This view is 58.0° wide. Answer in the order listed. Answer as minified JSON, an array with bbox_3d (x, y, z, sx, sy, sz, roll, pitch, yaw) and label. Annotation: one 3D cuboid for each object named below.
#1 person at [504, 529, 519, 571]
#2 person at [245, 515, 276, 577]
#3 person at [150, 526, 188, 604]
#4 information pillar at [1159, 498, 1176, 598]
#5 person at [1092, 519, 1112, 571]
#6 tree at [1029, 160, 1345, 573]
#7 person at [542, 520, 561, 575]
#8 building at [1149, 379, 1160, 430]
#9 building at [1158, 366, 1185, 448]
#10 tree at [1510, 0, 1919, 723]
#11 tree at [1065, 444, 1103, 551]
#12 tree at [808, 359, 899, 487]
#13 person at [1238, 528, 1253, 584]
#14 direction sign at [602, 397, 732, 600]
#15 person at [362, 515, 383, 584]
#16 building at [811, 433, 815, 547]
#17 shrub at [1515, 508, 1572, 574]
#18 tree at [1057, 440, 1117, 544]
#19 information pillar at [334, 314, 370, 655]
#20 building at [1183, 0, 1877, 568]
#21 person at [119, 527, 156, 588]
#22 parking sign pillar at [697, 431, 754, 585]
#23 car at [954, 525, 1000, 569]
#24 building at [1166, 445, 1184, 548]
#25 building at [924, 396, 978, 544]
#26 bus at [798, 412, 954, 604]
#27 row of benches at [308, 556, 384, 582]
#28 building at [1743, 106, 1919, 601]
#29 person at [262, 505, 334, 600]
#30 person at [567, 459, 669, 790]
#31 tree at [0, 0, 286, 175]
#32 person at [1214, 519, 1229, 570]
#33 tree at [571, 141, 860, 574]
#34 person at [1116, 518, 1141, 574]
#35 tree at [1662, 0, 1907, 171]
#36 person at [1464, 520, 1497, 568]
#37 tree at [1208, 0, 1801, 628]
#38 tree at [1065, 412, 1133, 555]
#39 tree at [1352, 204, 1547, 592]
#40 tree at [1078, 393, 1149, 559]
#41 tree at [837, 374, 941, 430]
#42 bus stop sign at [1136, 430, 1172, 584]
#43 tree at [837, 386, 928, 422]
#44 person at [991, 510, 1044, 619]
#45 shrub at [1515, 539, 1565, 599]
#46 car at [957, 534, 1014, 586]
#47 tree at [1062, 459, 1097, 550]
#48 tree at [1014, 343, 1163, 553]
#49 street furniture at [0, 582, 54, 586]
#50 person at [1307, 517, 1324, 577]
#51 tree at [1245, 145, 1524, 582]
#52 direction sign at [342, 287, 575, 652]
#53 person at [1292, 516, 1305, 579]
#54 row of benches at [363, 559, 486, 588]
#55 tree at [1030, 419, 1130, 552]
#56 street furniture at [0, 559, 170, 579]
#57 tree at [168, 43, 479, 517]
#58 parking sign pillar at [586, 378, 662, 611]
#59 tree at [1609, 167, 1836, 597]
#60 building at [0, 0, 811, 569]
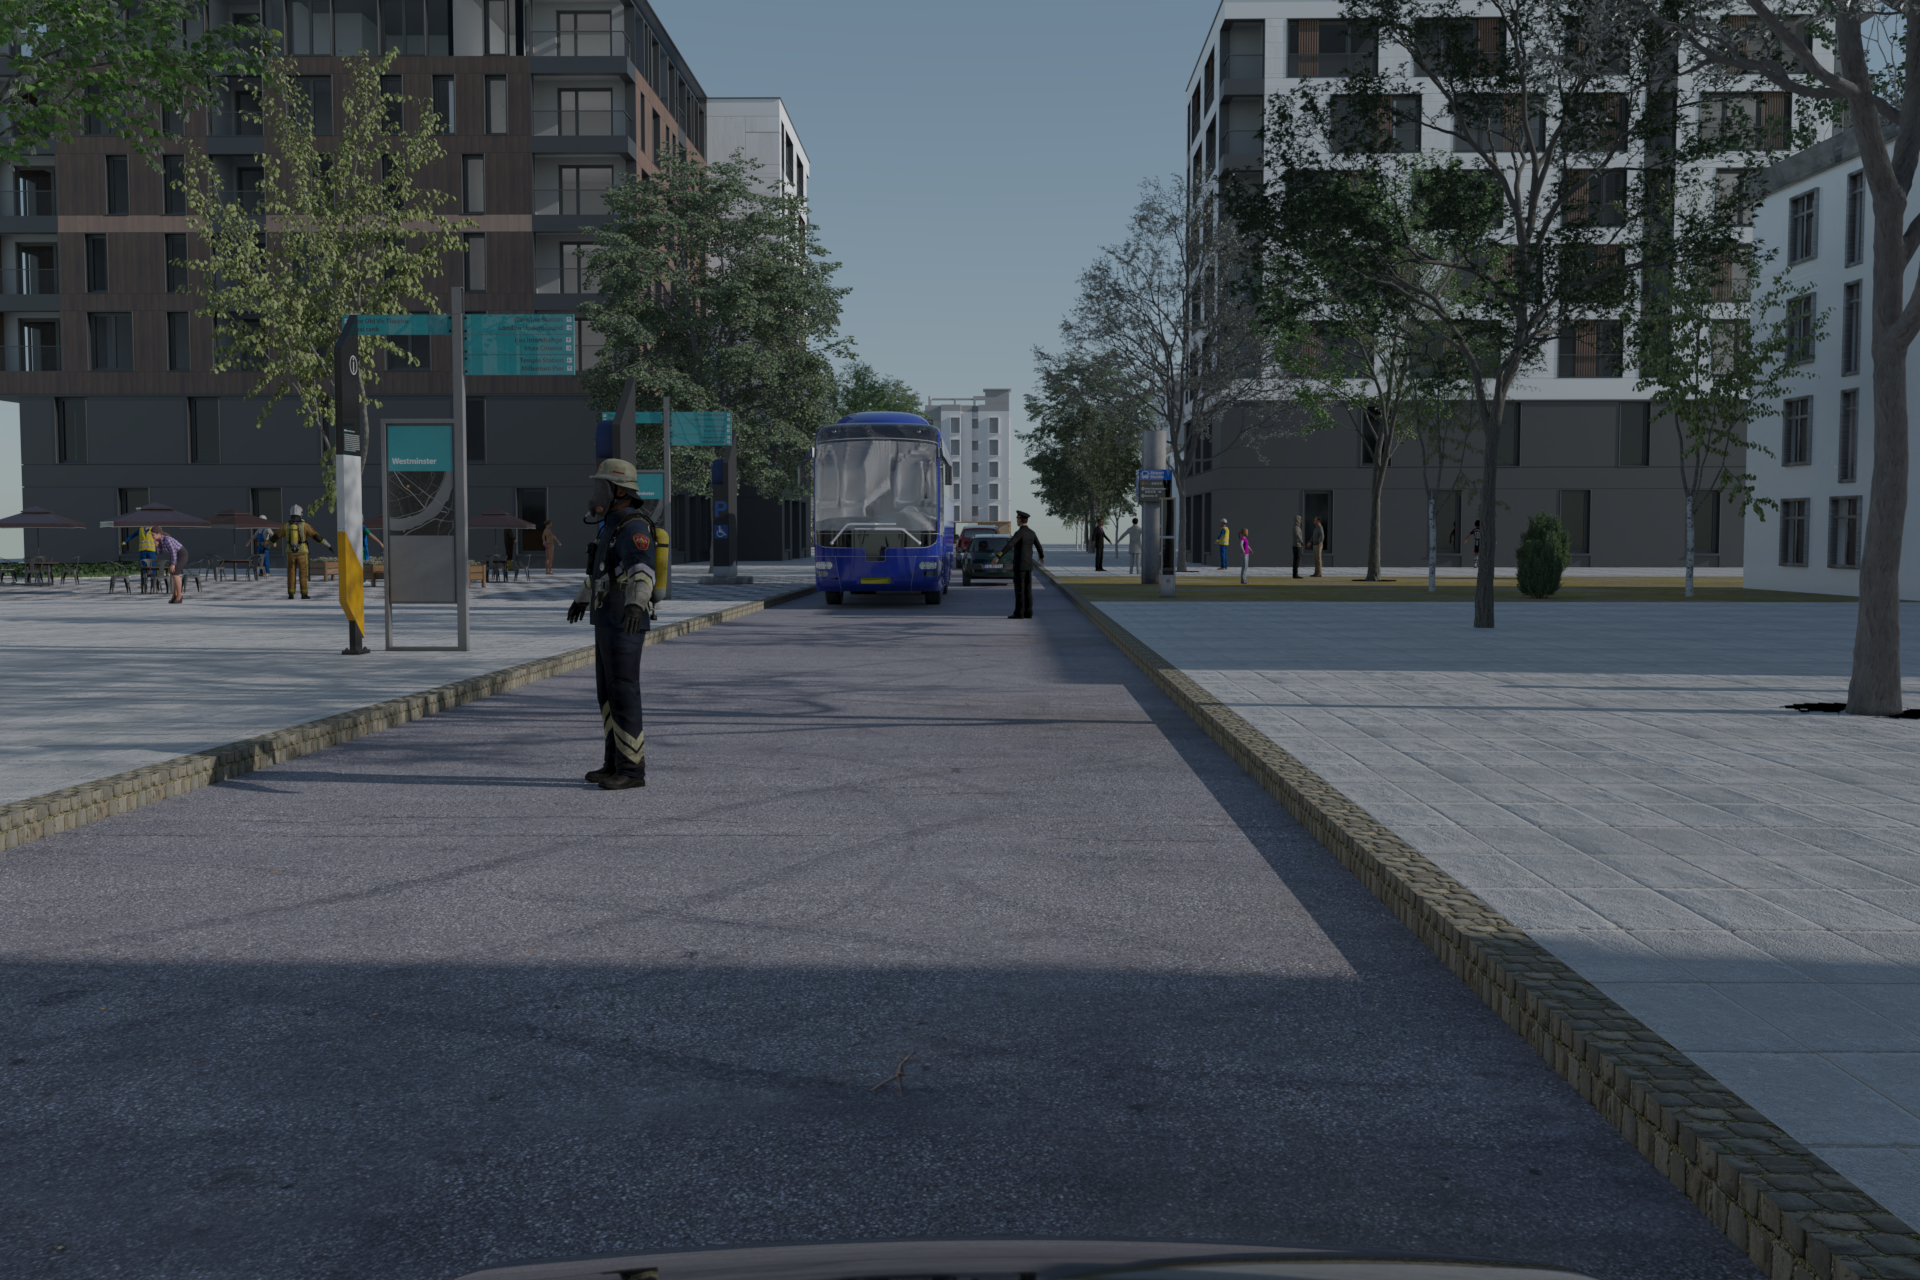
[{"bbox_3d":[-15.689,-3.319,60.395,0.704,1.812,1.346,-2,4,-30],"label":"person"},{"bbox_3d":[-20.978,-2.828,52.097,1.347,1.847,0.705,2,4,31],"label":"person"},{"bbox_3d":[-14.504,-1.377,31.791,0.421,1.427,0.697,2,4,32],"label":"person"},{"bbox_3d":[4.192,-1.865,34.991,0.304,2.012,0.304,0,4,0],"label":"information pillar"},{"bbox_3d":[4.846,-3.275,59.778,0.704,1.802,1.346,2,4,33],"label":"person"},{"bbox_3d":[7.445,-9.017,57.800,12.009,13.543,11.850,0,3,0],"label":"tree"},{"bbox_3d":[-12.925,-2.936,54.814,0.721,1.733,1.217,-3,4,-38],"label":"person"},{"bbox_3d":[27.847,-21.558,208.899,16.016,20.090,11.380,0,4,2],"label":"building"},{"bbox_3d":[27.236,-20.574,192.806,16.016,20.090,11.380,0,4,2],"label":"building"},{"bbox_3d":[6.581,-6.204,11.809,12.009,13.543,11.850,0,3,0],"label":"tree"},{"bbox_3d":[8.765,-11.122,132.210,4.360,8.622,3.978,0,3,0],"label":"tree"},{"bbox_3d":[-7.009,-10.814,102.570,9.928,11.665,9.643,0,3,0],"label":"tree"},{"bbox_3d":[7.387,-2.161,44.598,0.599,1.433,0.991,1,4,22],"label":"person"},{"bbox_3d":[-5.694,-2.789,34.358,2.525,3.948,1.411,0,4,1],"label":"direction sign"},{"bbox_3d":[-15.381,-2.343,44.435,1.347,1.817,0.704,1,4,19],"label":"person"},{"bbox_3d":[-23.498,-20.240,161.857,19.493,23.208,18.063,0,4,1],"label":"building"},{"bbox_3d":[16.782,-2.775,49.797,1.690,2.028,1.600,0,3,0],"label":"shrub"},{"bbox_3d":[16.628,-19.570,226.621,9.857,13.997,8.962,0,3,0],"label":"tree"},{"bbox_3d":[-6.459,-1.649,18.324,0.183,3.616,0.504,0,4,2],"label":"information pillar"},{"bbox_3d":[24.381,-14.559,82.006,27.936,21.610,32.646,0,4,2],"label":"building"},{"bbox_3d":[-19.466,-2.140,41.459,1.216,1.772,0.721,-1,4,-10],"label":"person"},{"bbox_3d":[-6.052,-3.433,44.597,1.447,3.967,1.447,0,4,2],"label":"parking sign pillar"},{"bbox_3d":[0.863,-3.970,73.575,2.281,1.827,5.304,0,4,1],"label":"car"},{"bbox_3d":[24.407,-13.546,163.627,9.099,9.664,28.070,0,4,2],"label":"building"},{"bbox_3d":[-4.415,-22.682,229.722,11.380,20.090,16.016,0,4,6],"label":"building"},{"bbox_3d":[-1.509,-2.870,38.479,2.896,3.916,12.251,0,4,1],"label":"bus"},{"bbox_3d":[-16.747,-2.016,48.428,1.422,0.672,4.104,1,4,19],"label":"row of benches"},{"bbox_3d":[22.718,-5.184,26.901,9.099,9.664,28.070,0,4,1],"label":"building"},{"bbox_3d":[-13.015,-1.728,34.021,1.354,1.858,0.705,-1,4,-9],"label":"person"},{"bbox_3d":[-1.966,-0.098,9.844,0.705,1.856,1.354,-2,4,-26],"label":"person"},{"bbox_3d":[-8.979,-5.328,12.861,9.928,11.665,9.643,0,3,0],"label":"tree"},{"bbox_3d":[9.417,-3.433,62.105,0.705,1.833,1.349,2,4,25],"label":"person"},{"bbox_3d":[-7.900,-9.120,55.768,9.857,13.997,8.962,0,3,0],"label":"tree"},{"bbox_3d":[5.618,-3.013,55.451,1.347,1.806,0.705,1,4,21],"label":"person"},{"bbox_3d":[28.247,-12.014,52.313,12.611,20.169,13.585,0,3,0],"label":"tree"},{"bbox_3d":[19.582,-3.619,65.313,1.345,1.843,0.704,3,5,44],"label":"person"},{"bbox_3d":[6.955,-5.429,23.182,8.767,10.594,7.601,3,4,38],"label":"tree"},{"bbox_3d":[8.110,-9.495,105.602,4.360,8.622,3.978,0,3,0],"label":"tree"},{"bbox_3d":[10.560,-5.399,38.644,4.360,8.622,3.978,0,3,0],"label":"tree"},{"bbox_3d":[8.207,-8.596,90.907,4.737,8.622,4.395,0,3,0],"label":"tree"},{"bbox_3d":[-6.120,-14.242,139.508,9.857,13.997,8.962,0,3,0],"label":"tree"},{"bbox_3d":[4.952,-3.380,44.282,0.837,3.901,0.837,0,4,0],"label":"bus stop sign"},{"bbox_3d":[-6.001,-11.967,121.422,9.928,11.665,9.643,0,3,0],"label":"tree"},{"bbox_3d":[1.039,-1.279,29.308,0.705,1.837,1.347,3,5,41],"label":"person"},{"bbox_3d":[11.530,-1.430,34.500,1.383,1.207,1.383,0,3,0],"label":"shrub"},{"bbox_3d":[0.916,-2.402,49.059,2.009,1.686,4.222,0,4,0],"label":"car"},{"bbox_3d":[9.732,-11.470,137.890,4.360,8.622,3.978,0,3,0],"label":"tree"},{"bbox_3d":[8.744,-12.750,115.114,9.857,13.997,8.962,0,3,0],"label":"tree"},{"bbox_3d":[-25.565,-1.695,34.568,9.812,1.723,11.010,2,4,32],"label":"street furniture"},{"bbox_3d":[10.680,-2.788,51.862,0.705,1.796,1.348,0,4,-5],"label":"person"},{"bbox_3d":[11.384,-7.391,46.601,9.928,11.665,9.643,0,3,0],"label":"tree"},{"bbox_3d":[-5.416,-1.874,19.395,2.525,3.948,1.411,0,4,2],"label":"direction sign"},{"bbox_3d":[9.732,-2.676,49.874,0.705,1.813,1.348,0,4,5],"label":"person"},{"bbox_3d":[-13.210,-1.620,41.958,4.104,0.672,1.422,2,4,24],"label":"row of benches"},{"bbox_3d":[9.267,-11.657,124.998,8.767,10.594,7.601,0,4,2],"label":"tree"},{"bbox_3d":[-28.425,-2.165,51.021,10.072,0.657,5.734,-2,4,-32],"label":"street furniture"},{"bbox_3d":[-9.209,-4.591,25.431,4.737,8.622,4.395,0,3,0],"label":"tree"},{"bbox_3d":[-5.813,-2.500,29.350,1.447,3.967,1.447,0,4,0],"label":"parking sign pillar"},{"bbox_3d":[14.966,-5.177,35.005,4.737,8.622,4.395,0,3,0],"label":"tree"},{"bbox_3d":[-22.353,-14.399,79.394,27.936,21.610,32.646,0,4,1],"label":"building"}]
